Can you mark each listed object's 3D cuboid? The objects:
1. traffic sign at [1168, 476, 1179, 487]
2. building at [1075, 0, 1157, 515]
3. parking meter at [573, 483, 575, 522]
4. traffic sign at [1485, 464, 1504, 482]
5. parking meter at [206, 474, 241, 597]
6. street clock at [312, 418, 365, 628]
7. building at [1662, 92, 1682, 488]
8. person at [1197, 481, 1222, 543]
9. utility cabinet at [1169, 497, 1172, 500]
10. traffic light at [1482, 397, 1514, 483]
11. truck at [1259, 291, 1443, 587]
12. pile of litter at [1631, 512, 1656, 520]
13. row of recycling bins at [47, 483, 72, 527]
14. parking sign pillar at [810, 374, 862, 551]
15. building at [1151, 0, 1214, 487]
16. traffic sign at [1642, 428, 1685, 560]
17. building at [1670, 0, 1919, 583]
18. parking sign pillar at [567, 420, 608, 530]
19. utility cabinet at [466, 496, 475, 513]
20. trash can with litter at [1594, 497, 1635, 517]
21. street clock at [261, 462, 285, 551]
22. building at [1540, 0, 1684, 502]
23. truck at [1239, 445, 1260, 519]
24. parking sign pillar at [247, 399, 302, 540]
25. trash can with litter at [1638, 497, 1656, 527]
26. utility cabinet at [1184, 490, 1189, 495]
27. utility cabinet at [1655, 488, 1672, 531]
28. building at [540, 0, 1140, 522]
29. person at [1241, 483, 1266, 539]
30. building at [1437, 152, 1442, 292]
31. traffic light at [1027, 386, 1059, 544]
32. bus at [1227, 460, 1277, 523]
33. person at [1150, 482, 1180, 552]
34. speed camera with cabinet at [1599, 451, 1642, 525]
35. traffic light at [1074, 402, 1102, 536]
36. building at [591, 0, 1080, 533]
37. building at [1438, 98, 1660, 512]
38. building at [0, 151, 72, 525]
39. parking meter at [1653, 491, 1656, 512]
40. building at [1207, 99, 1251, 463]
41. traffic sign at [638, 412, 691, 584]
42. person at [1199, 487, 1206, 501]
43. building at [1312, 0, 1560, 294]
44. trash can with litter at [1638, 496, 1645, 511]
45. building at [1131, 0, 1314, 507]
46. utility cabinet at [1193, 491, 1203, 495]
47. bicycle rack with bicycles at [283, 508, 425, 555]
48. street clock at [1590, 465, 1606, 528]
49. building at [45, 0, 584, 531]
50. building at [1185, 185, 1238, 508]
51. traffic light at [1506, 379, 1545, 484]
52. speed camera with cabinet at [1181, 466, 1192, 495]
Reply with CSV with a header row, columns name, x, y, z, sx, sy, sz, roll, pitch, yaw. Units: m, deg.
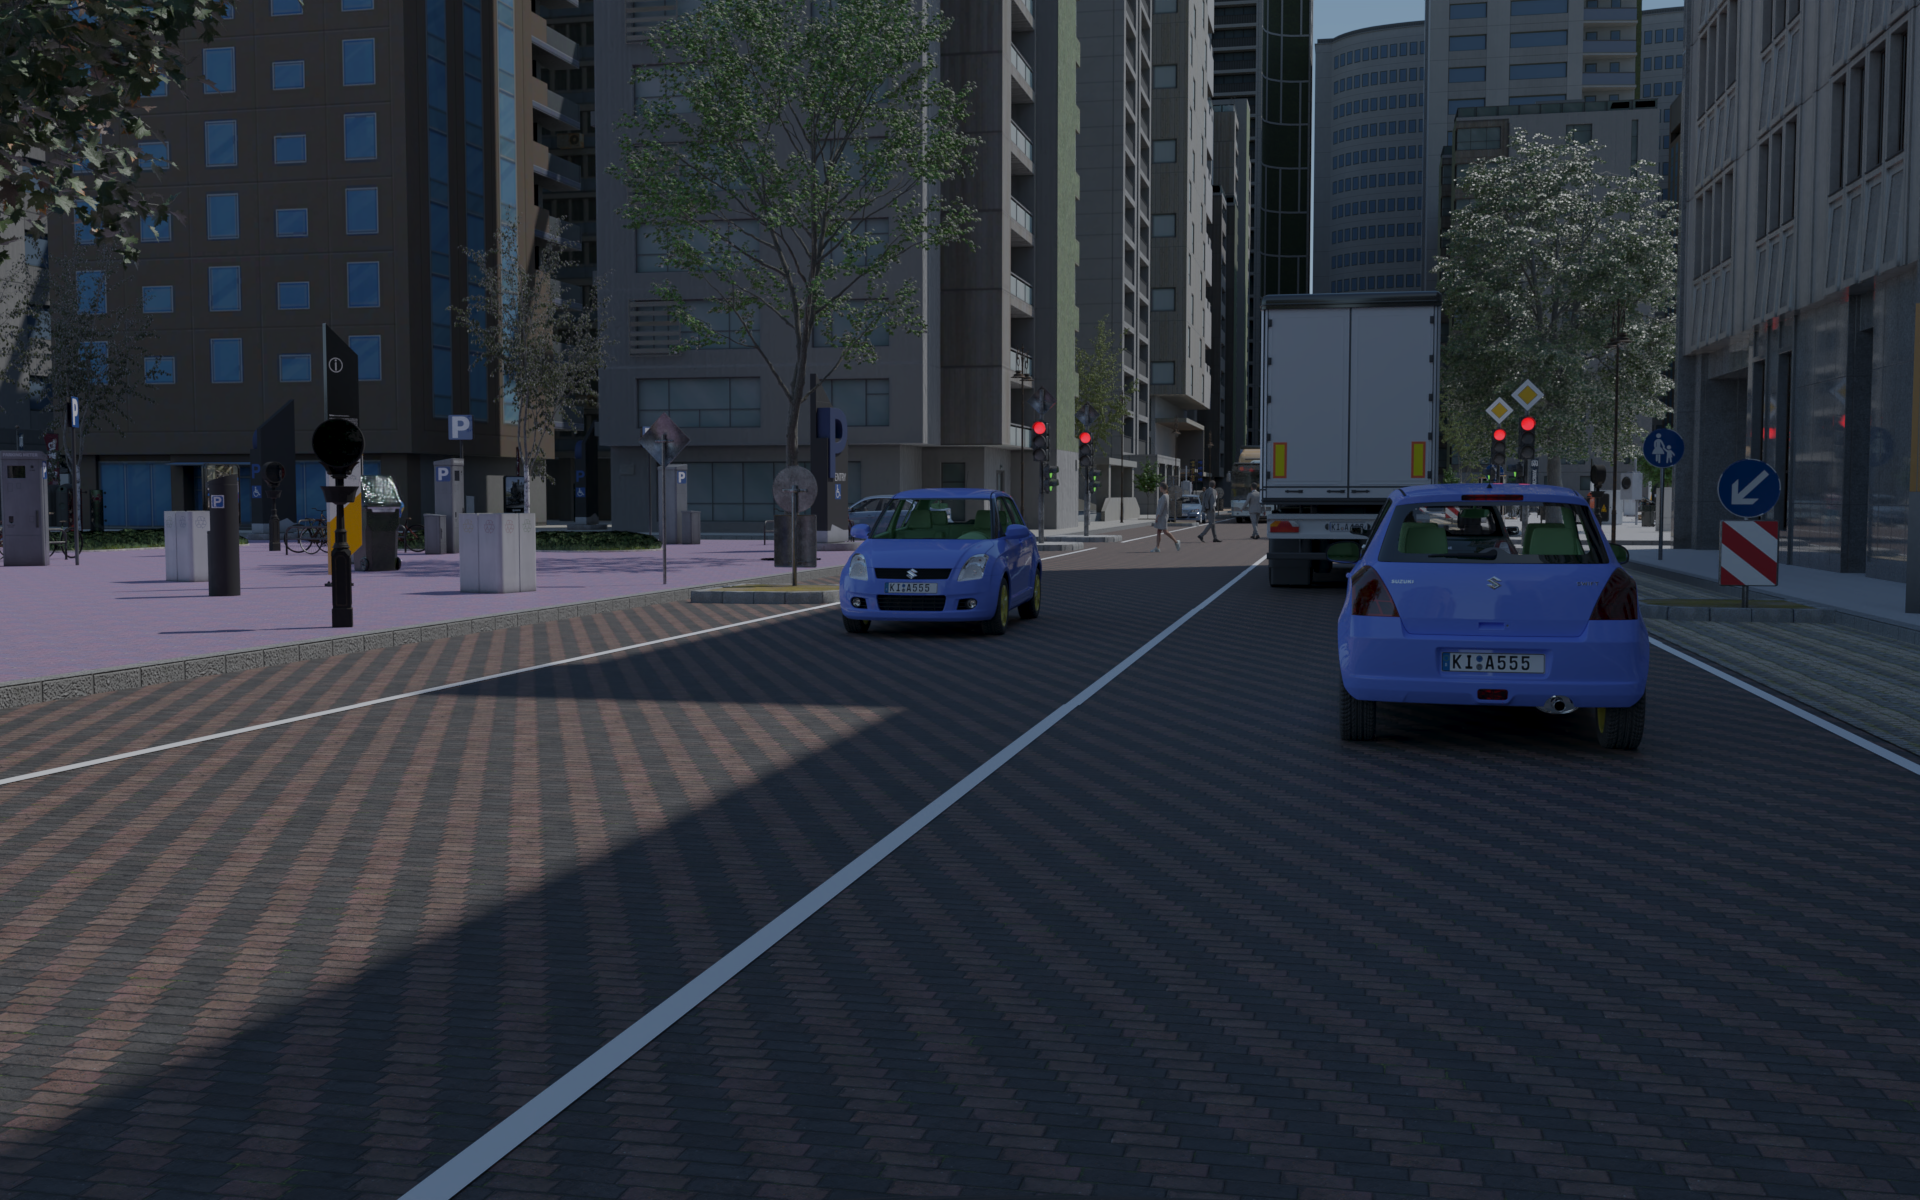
name,x,y,z,sx,sy,sz,roll,pitch,yaw
traffic sign,11.847,-5.753,96.187,0.606,2.300,0.079,1,4,14
building,4.463,-41.517,117.058,20.563,71.187,20.611,1,4,13
parking meter,-17.628,-4.535,79.851,0.255,1.863,0.399,1,4,12
traffic sign,22.221,-4.403,72.090,0.768,2.556,0.104,1,4,19
parking meter,-9.282,-0.820,21.816,0.372,1.533,0.369,0,3,0
street clock,-5.959,-0.739,16.657,0.471,2.002,0.358,-1,4,-16
building,82.360,-32.449,180.659,14.200,45.320,14.600,1,4,13
person,7.424,-2.610,51.268,0.850,1.850,0.679,-1,4,-17
utility cabinet,13.286,-6.013,109.481,0.306,1.237,1.020,-1,4,-15
traffic light,15.546,-3.741,50.093,0.839,4.253,0.868,1,4,13
truck,6.611,-2.491,29.641,2.839,4.237,11.283,1,4,12
pile of litter,33.648,-4.337,84.870,1.719,0.858,1.176,-1,4,-10
row of recycling bins,-36.025,-3.738,68.234,3.534,1.692,1.069,2,4,26
parking sign pillar,-2.968,-3.114,39.389,1.447,3.967,1.447,1,4,17
building,6.429,-33.833,142.405,28.713,52.752,27.495,1,4,13
traffic sign,13.638,-2.052,33.649,0.768,2.556,0.104,1,4,14
building,20.432,-12.907,29.059,12.078,24.808,19.932,1,4,13
parking sign pillar,-13.447,-4.519,62.364,1.447,3.967,1.447,0,4,8
utility cabinet,-32.034,-6.232,113.051,1.020,1.237,0.306,3,4,36
trash can with litter,33.107,-4.761,88.902,2.233,1.210,1.678,-2,4,-31
street clock,-15.435,-2.103,38.960,0.358,2.002,0.471,3,5,42
building,85.707,-40.758,208.390,28.212,58.520,21.231,1,4,13
truck,17.859,-6.915,101.970,2.839,4.237,11.283,1,4,13
parking sign pillar,-19.342,-3.688,48.776,1.447,3.967,1.447,1,4,22
trash can with litter,27.009,-3.428,67.431,1.055,1.170,0.624,0,4,0
utility cabinet,13.667,-5.850,104.330,0.318,1.500,1.173,0,4,6
utility cabinet,24.190,-3.065,58.786,1.173,1.500,0.318,-1,4,-19
building,-7.464,-24.330,89.670,32.217,40.220,23.993,1,4,13
person,9.327,-2.818,54.849,0.678,1.792,0.850,-1,4,-18
building,47.042,-22.831,144.984,14.160,30.474,14.107,1,4,13
traffic light,2.127,-3.423,44.882,0.839,4.253,0.868,1,4,13
bus,15.757,-5.799,89.680,2.948,3.499,13.247,1,4,13
person,5.059,-2.050,42.768,0.760,1.731,0.466,-1,4,-21
speed camera with cabinet,27.554,-4.775,72.400,0.660,3.252,2.038,-1,4,-22
traffic light,3.868,-3.899,52.676,0.839,4.253,0.868,1,4,13
building,-3.731,-23.092,61.156,14.154,41.232,14.086,1,4,13
building,44.232,-21.987,131.182,14.160,30.474,14.107,1,4,13
building,-51.753,-32.710,76.810,28.212,58.520,21.231,1,4,13
parking meter,42.731,-5.985,106.270,0.372,1.533,0.369,0,3,0
building,21.692,-30.088,175.533,14.154,41.232,14.086,1,4,13
traffic sign,-4.191,-1.428,24.536,0.795,2.450,0.064,1,4,15
person,12.794,-5.020,90.849,0.520,1.790,0.573,1,4,15
building,57.978,-41.111,214.157,28.212,58.520,21.231,1,4,13
trash can with litter,38.156,-5.333,98.244,2.233,1.210,1.678,0,4,2
building,33.663,-47.739,218.788,20.611,71.187,20.563,1,4,13
utility cabinet,16.780,-6.813,120.070,1.173,1.500,0.318,1,4,23
bicycle rack with bicycles,-13.265,-1.460,37.255,2.925,0.926,2.852,1,4,11
street clock,15.775,-2.342,42.858,0.358,2.002,0.471,0,4,-1
building,-24.234,-25.464,66.451,14.200,45.320,14.600,1,4,13
building,18.408,-23.882,162.176,14.160,30.474,14.107,1,4,13
traffic light,13.805,-3.265,42.299,0.839,4.253,0.868,1,4,13
speed camera with cabinet,16.518,-7.752,121.078,2.038,3.252,0.660,1,4,22
